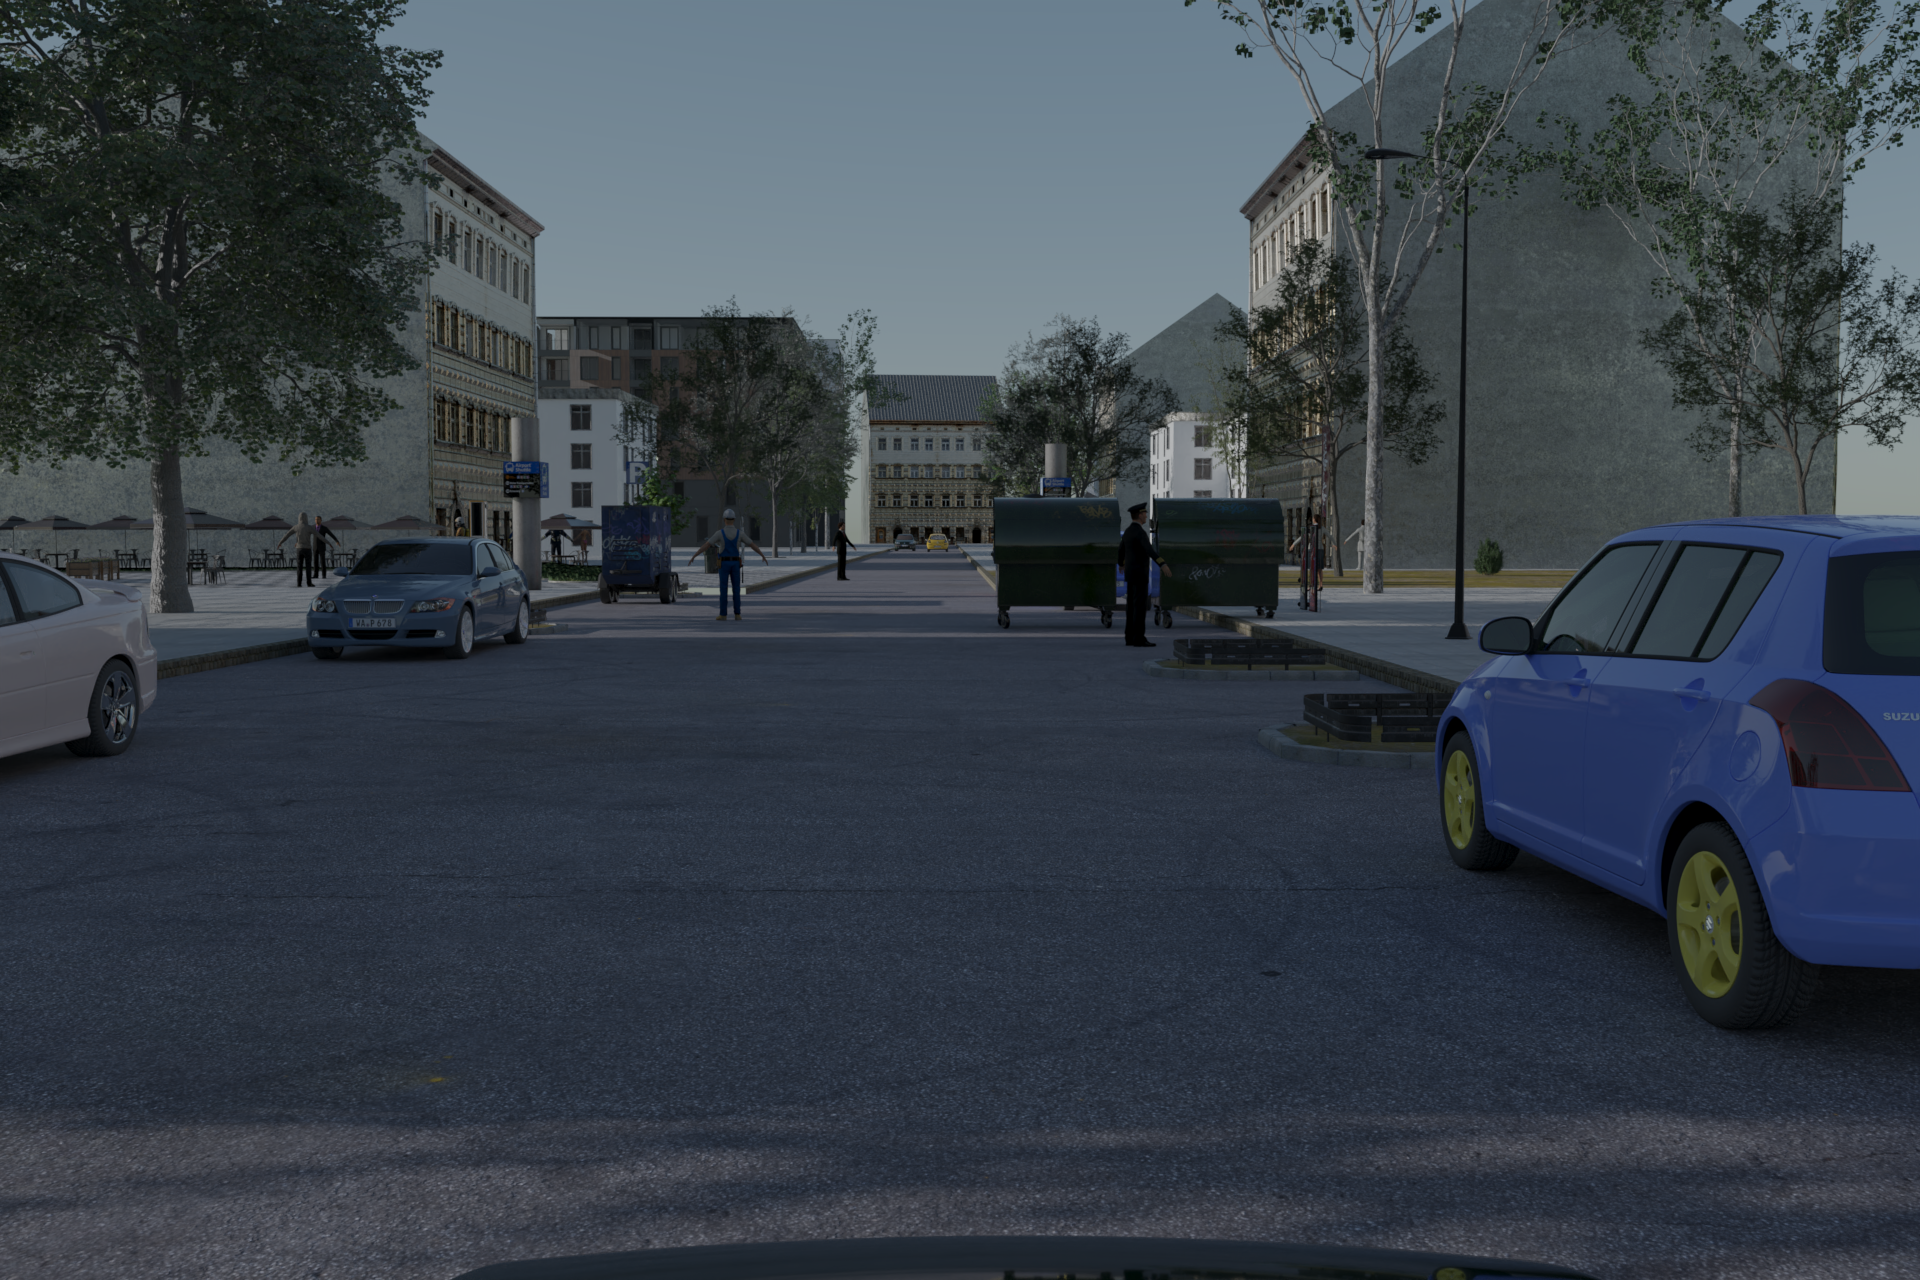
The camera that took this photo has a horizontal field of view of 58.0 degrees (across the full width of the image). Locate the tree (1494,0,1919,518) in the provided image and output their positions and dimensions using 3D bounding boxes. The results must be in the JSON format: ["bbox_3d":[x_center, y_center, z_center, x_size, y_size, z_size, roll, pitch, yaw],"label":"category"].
[{"bbox_3d":[23.567,-12.224,55.746,12.611,20.169,13.585,0,3,0],"label":"tree"}]

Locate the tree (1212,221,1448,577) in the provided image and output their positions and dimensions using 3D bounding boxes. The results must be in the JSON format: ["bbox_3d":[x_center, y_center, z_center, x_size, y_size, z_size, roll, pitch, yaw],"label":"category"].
[{"bbox_3d":[11.117,-7.199,52.109,7.601,10.594,8.767,1,4,20],"label":"tree"}]

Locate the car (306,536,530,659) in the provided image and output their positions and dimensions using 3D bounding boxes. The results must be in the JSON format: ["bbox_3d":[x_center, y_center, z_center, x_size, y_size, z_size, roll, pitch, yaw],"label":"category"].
[{"bbox_3d":[-6.542,-0.573,21.370,2.014,1.417,4.499,0,4,-1],"label":"car"}]

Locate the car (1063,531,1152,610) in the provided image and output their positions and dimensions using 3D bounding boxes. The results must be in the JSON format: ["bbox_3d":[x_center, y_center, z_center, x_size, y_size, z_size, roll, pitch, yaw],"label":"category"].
[{"bbox_3d":[2.750,-1.479,33.768,1.945,1.707,3.694,0,4,0],"label":"car"}]

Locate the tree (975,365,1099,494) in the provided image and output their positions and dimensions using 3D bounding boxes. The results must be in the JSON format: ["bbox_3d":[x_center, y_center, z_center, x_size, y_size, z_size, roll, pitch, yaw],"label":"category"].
[{"bbox_3d":[4.918,-11.033,106.151,9.928,11.665,9.643,0,3,0],"label":"tree"}]

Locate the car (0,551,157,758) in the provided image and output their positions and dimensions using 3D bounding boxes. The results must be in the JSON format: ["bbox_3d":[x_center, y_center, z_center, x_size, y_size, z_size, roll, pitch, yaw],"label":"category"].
[{"bbox_3d":[-6.343,0.153,9.861,2.083,1.381,4.827,0,4,-1],"label":"car"}]

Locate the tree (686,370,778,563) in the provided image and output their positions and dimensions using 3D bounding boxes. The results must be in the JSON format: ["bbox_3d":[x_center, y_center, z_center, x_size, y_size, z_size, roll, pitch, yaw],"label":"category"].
[{"bbox_3d":[-9.532,-7.741,76.925,4.360,8.622,3.978,0,3,0],"label":"tree"}]

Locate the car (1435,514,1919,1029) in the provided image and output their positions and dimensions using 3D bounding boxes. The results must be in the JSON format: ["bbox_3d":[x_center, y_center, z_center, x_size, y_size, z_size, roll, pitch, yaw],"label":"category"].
[{"bbox_3d":[2.980,0.200,6.321,1.945,1.707,3.694,0,4,-1],"label":"car"}]

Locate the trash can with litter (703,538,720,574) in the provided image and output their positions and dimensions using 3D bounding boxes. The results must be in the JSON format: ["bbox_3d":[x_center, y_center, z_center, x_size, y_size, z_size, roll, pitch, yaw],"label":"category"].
[{"bbox_3d":[-7.796,-2.735,56.104,1.055,1.170,0.624,0,4,0],"label":"trash can with litter"}]

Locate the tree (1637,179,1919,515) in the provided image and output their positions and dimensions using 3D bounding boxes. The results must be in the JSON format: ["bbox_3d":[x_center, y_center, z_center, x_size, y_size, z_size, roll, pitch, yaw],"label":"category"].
[{"bbox_3d":[22.006,-6.752,44.812,8.767,10.594,7.601,1,4,22],"label":"tree"}]

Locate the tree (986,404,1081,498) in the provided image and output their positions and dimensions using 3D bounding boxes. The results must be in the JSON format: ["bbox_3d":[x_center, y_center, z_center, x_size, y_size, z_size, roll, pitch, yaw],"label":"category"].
[{"bbox_3d":[5.411,-11.242,118.213,7.601,10.594,8.767,-2,4,-23],"label":"tree"}]

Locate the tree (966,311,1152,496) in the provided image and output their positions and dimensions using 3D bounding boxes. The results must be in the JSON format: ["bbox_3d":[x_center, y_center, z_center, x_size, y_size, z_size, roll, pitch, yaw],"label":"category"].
[{"bbox_3d":[5.463,-11.277,94.750,12.009,13.543,11.850,0,3,0],"label":"tree"}]

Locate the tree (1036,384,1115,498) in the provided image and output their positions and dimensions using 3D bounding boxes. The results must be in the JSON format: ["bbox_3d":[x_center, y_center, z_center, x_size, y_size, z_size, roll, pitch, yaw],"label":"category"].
[{"bbox_3d":[5.237,-8.049,81.960,4.360,8.622,3.978,0,3,0],"label":"tree"}]

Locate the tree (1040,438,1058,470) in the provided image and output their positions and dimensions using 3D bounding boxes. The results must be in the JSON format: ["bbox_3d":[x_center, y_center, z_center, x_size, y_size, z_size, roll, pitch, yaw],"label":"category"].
[{"bbox_3d":[13.906,-23.130,234.063,12.611,20.169,13.585,0,3,0],"label":"tree"}]

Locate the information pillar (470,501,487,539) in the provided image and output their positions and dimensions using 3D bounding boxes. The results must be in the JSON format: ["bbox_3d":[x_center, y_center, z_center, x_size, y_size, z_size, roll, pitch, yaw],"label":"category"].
[{"bbox_3d":[-10.657,-2.073,38.384,0.304,2.012,0.304,0,3,0],"label":"information pillar"}]

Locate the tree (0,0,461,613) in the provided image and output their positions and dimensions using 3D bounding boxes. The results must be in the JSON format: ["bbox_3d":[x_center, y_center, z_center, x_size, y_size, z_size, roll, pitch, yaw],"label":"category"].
[{"bbox_3d":[-13.020,-7.416,27.912,9.857,13.997,8.962,0,3,0],"label":"tree"}]

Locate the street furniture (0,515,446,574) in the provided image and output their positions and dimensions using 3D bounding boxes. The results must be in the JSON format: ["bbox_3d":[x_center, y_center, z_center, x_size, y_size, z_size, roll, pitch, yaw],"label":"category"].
[{"bbox_3d":[-32.742,-3.298,58.955,27.439,1.986,14.083,0,4,6],"label":"street furniture"}]

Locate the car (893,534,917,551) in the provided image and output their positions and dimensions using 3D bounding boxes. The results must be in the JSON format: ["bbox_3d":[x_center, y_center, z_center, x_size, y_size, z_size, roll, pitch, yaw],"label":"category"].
[{"bbox_3d":[-4.592,-8.276,145.094,2.009,1.686,4.222,0,4,0],"label":"car"}]

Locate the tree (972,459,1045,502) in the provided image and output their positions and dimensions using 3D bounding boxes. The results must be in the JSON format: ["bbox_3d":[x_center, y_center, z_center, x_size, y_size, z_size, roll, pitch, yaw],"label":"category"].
[{"bbox_3d":[5.206,-12.843,144.390,8.767,10.594,7.601,0,4,-2],"label":"tree"}]

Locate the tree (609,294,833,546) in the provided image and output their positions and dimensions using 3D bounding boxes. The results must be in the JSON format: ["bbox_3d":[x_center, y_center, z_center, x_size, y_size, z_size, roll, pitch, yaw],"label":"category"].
[{"bbox_3d":[-9.491,-8.172,68.033,8.767,10.594,7.601,-1,4,-20],"label":"tree"}]

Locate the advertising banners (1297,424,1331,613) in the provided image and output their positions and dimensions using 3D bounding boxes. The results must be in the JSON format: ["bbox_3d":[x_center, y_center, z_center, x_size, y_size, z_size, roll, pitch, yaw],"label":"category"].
[{"bbox_3d":[5.845,-1.982,28.588,0.090,3.025,2.074,0,4,-1],"label":"advertising banners"}]

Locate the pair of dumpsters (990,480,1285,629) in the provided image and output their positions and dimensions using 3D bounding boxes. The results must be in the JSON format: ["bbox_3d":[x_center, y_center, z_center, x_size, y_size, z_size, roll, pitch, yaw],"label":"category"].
[{"bbox_3d":[2.687,-1.327,26.652,4.436,2.255,1.574,0,4,0],"label":"pair of dumpsters"}]

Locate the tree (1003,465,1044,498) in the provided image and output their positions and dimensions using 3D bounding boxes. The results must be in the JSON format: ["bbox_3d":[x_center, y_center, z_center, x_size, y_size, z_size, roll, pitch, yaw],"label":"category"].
[{"bbox_3d":[5.122,-11.425,137.162,4.737,8.622,4.395,0,3,0],"label":"tree"}]

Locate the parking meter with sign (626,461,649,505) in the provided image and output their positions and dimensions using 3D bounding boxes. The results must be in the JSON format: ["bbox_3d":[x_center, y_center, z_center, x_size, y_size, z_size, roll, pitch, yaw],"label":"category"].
[{"bbox_3d":[-7.727,-2.821,42.384,0.543,3.016,1.738,0,4,-1],"label":"parking meter with sign"}]

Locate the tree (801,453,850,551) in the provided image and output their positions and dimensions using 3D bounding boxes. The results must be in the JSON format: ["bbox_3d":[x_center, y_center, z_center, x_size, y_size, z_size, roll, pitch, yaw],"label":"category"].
[{"bbox_3d":[-10.415,-10.872,128.115,4.737,8.622,4.395,0,3,0],"label":"tree"}]

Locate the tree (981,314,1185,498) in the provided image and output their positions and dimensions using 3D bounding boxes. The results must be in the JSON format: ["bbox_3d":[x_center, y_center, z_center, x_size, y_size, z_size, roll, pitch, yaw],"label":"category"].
[{"bbox_3d":[5.084,-8.559,74.351,8.767,10.594,7.601,-1,4,-15],"label":"tree"}]

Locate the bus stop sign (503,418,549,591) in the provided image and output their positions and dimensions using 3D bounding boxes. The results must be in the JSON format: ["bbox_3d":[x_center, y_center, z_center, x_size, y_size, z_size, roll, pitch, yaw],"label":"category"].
[{"bbox_3d":[-9.873,-3.085,39.458,0.837,3.901,0.837,0,3,0],"label":"bus stop sign"}]

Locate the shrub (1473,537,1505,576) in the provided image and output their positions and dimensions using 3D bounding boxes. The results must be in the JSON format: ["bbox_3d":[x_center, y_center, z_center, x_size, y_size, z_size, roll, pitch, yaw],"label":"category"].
[{"bbox_3d":[16.370,-2.599,53.614,1.383,1.207,1.383,0,3,0],"label":"shrub"}]

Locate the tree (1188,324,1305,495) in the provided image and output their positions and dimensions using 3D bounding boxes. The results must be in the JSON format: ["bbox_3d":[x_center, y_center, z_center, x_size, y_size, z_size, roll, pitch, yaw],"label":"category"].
[{"bbox_3d":[9.672,-6.757,60.840,4.360,8.622,3.978,0,3,0],"label":"tree"}]

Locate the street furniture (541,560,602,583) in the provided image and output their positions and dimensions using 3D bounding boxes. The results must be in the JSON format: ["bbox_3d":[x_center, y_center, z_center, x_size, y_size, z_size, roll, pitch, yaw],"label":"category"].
[{"bbox_3d":[-12.613,-2.073,49.523,5.734,0.657,10.072,-2,4,-29],"label":"street furniture"}]

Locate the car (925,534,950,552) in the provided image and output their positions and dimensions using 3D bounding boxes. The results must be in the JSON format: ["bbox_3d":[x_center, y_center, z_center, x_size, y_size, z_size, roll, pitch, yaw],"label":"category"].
[{"bbox_3d":[-1.790,-7.894,139.283,2.015,1.641,3.980,0,4,0],"label":"car"}]

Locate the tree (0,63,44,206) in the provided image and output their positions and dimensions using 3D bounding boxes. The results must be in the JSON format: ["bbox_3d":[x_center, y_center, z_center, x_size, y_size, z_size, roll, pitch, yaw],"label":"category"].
[{"bbox_3d":[-12.191,-4.962,15.534,7.601,10.594,8.767,-2,4,-32],"label":"tree"}]

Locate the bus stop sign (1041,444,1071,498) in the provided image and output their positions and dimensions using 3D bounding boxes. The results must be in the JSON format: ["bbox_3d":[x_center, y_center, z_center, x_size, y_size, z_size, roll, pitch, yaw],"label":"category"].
[{"bbox_3d":[2.804,-3.774,50.723,0.837,3.901,0.837,0,4,-2],"label":"bus stop sign"}]
